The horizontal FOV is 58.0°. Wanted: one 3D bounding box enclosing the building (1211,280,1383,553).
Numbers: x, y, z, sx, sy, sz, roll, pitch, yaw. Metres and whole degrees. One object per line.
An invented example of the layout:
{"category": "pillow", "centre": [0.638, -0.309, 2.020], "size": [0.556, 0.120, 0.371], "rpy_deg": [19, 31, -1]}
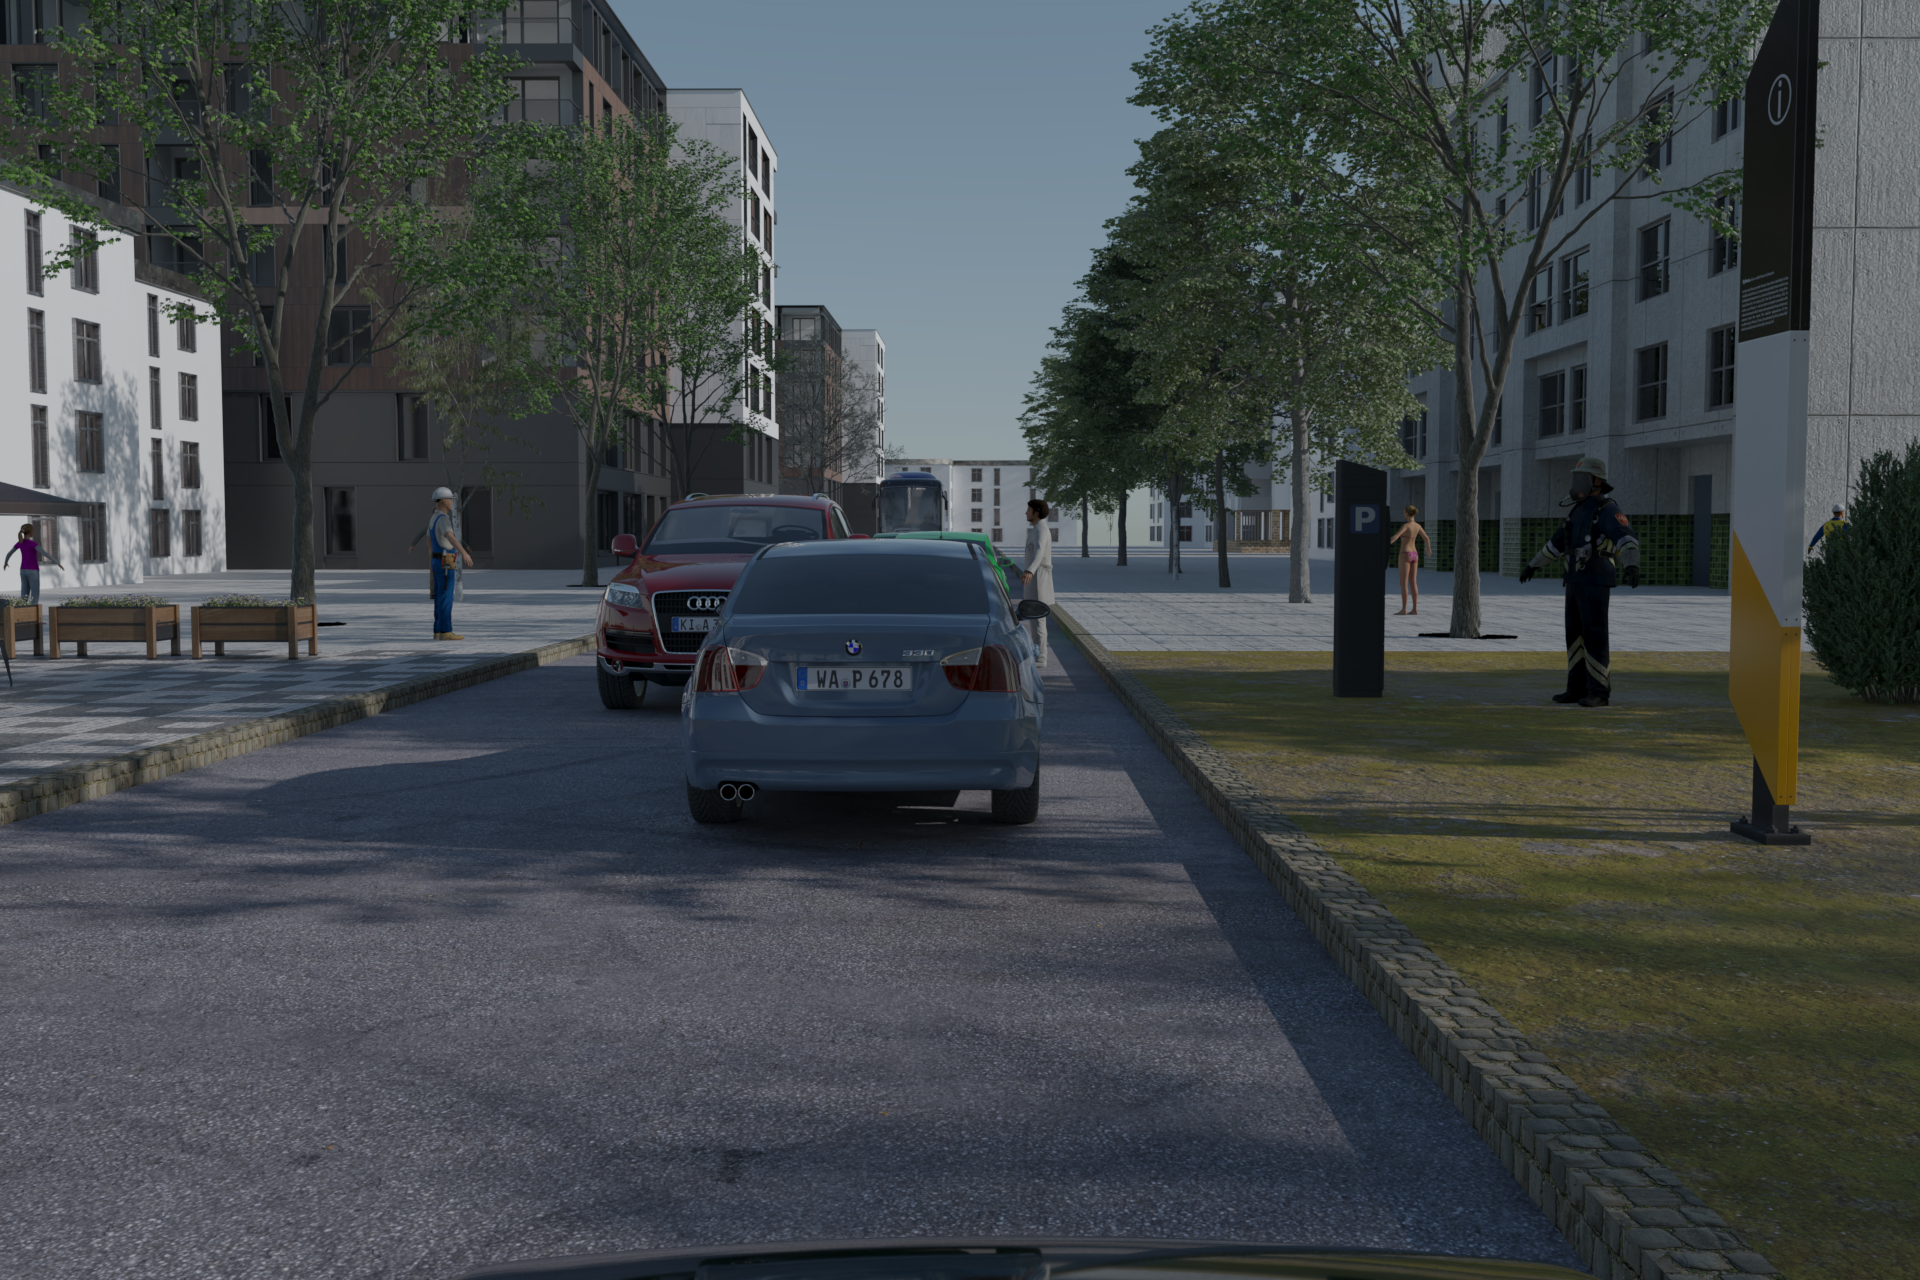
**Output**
{"category": "building", "centre": [24.140, -16.720, 129.792], "size": [16.016, 20.090, 11.380], "rpy_deg": [0, 4, 1]}

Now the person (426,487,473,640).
{"category": "person", "centre": [-6.235, -0.926, 21.004], "size": [0.705, 1.847, 1.347], "rpy_deg": [-2, 4, -34]}

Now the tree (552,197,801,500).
{"category": "tree", "centre": [-8.500, -7.782, 52.986], "size": [9.928, 11.665, 9.643], "rpy_deg": [0, 3, 0]}

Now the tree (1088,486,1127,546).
{"category": "tree", "centre": [16.940, -14.757, 191.646], "size": [4.360, 8.622, 3.978], "rpy_deg": [0, 3, 0]}

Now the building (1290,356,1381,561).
{"category": "building", "centre": [22.364, -8.500, 81.118], "size": [9.099, 9.664, 28.070], "rpy_deg": [0, 4, 1]}

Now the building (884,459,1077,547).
{"category": "building", "centre": [-0.784, -15.279, 194.423], "size": [28.070, 9.664, 9.099], "rpy_deg": [0, 4, 4]}

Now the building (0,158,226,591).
{"category": "building", "centre": [-25.897, -6.311, 45.339], "size": [9.099, 9.664, 28.070], "rpy_deg": [0, 3, 0]}

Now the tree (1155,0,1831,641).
{"category": "tree", "centre": [6.427, -5.832, 21.112], "size": [9.928, 11.665, 9.643], "rpy_deg": [0, 3, 0]}

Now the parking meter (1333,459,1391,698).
{"category": "parking meter", "centre": [3.168, -0.486, 13.654], "size": [0.399, 1.863, 0.255], "rpy_deg": [0, 3, 0]}

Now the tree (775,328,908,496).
{"category": "tree", "centre": [-8.719, -11.831, 103.812], "size": [12.009, 13.543, 11.850], "rpy_deg": [0, 3, 0]}

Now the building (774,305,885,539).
{"category": "building", "centre": [-22.326, -20.007, 171.087], "size": [27.936, 21.610, 32.646], "rpy_deg": [0, 4, 1]}

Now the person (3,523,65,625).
{"category": "person", "centre": [-13.084, -0.928, 24.435], "size": [0.991, 1.433, 0.599], "rpy_deg": [1, 4, 13]}

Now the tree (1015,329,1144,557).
{"category": "tree", "centre": [6.754, -10.774, 94.280], "size": [7.486, 12.596, 7.792], "rpy_deg": [0, 3, 0]}

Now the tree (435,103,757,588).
{"category": "tree", "centre": [-8.801, -7.093, 41.731], "size": [9.928, 11.665, 9.643], "rpy_deg": [0, 3, 0]}

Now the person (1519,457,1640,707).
{"category": "person", "centre": [4.685, -0.441, 12.982], "size": [0.705, 1.856, 1.354], "rpy_deg": [-1, 4, -16]}

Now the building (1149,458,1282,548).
{"category": "building", "centre": [23.581, -13.490, 162.712], "size": [9.099, 9.664, 28.070], "rpy_deg": [0, 4, 0]}

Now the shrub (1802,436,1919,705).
{"category": "shrub", "centre": [7.192, -0.535, 13.173], "size": [1.690, 2.028, 1.600], "rpy_deg": [0, 3, 0]}

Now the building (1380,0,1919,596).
{"category": "building", "centre": [24.487, -11.276, 50.826], "size": [16.747, 18.905, 31.486], "rpy_deg": [0, 4, 0]}

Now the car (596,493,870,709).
{"category": "car", "centre": [-1.899, -0.439, 15.858], "size": [2.281, 1.827, 5.304], "rpy_deg": [0, 4, 1]}

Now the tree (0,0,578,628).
{"category": "tree", "centre": [-9.153, -5.984, 23.602], "size": [9.928, 11.665, 9.643], "rpy_deg": [0, 3, 0]}

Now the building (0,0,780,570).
{"category": "building", "centre": [-23.953, -14.300, 77.781], "size": [27.936, 21.610, 32.646], "rpy_deg": [0, 4, 1]}

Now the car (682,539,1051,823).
{"category": "car", "centre": [-0.465, 0.131, 9.868], "size": [2.014, 1.417, 4.499], "rpy_deg": [0, 4, 0]}

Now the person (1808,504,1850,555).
{"category": "person", "centre": [15.998, -1.565, 31.549], "size": [0.705, 1.833, 1.349], "rpy_deg": [-2, 4, -27]}

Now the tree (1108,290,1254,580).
{"category": "tree", "centre": [6.031, -5.967, 47.923], "size": [4.737, 8.622, 4.395], "rpy_deg": [0, 3, 0]}

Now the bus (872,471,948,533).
{"category": "bus", "centre": [-1.851, -4.900, 71.663], "size": [2.896, 3.916, 12.251], "rpy_deg": [0, 4, 0]}

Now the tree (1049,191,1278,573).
{"category": "tree", "centre": [6.622, -8.456, 56.375], "size": [7.486, 12.596, 7.792], "rpy_deg": [0, 3, 0]}

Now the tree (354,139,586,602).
{"category": "tree", "centre": [-9.630, -5.043, 32.819], "size": [4.360, 8.622, 3.978], "rpy_deg": [0, 3, 0]}

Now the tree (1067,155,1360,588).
{"category": "tree", "centre": [6.027, -6.541, 41.365], "size": [7.601, 10.594, 8.767], "rpy_deg": [0, 4, 5]}

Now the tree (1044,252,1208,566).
{"category": "tree", "centre": [6.939, -9.277, 69.813], "size": [7.486, 12.596, 7.792], "rpy_deg": [0, 3, 0]}

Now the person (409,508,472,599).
{"category": "person", "centre": [-10.270, -1.704, 34.139], "size": [0.705, 1.796, 1.348], "rpy_deg": [3, 5, 44]}

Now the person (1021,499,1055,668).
{"category": "person", "centre": [0.806, -0.614, 18.679], "size": [0.705, 1.806, 1.347], "rpy_deg": [0, 4, 4]}

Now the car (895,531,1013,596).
{"category": "car", "centre": [-0.230, -0.933, 24.054], "size": [1.959, 1.807, 4.718], "rpy_deg": [0, 4, 1]}

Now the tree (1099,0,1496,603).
{"category": "tree", "centre": [6.009, -6.942, 31.625], "size": [7.486, 12.596, 7.792], "rpy_deg": [0, 3, 0]}

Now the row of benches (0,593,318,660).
{"category": "row of benches", "centre": [-8.823, -0.150, 17.923], "size": [4.104, 0.672, 1.422], "rpy_deg": [0, 4, 0]}

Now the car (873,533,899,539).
{"category": "car", "centre": [-1.540, -2.128, 43.589], "size": [1.959, 1.807, 4.718], "rpy_deg": [0, 4, 1]}

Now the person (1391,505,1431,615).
{"category": "person", "centre": [7.057, -1.264, 27.468], "size": [1.217, 1.733, 0.721], "rpy_deg": [-2, 4, -34]}

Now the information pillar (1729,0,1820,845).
{"category": "information pillar", "centre": [3.412, -0.974, 7.272], "size": [0.183, 3.616, 0.504], "rpy_deg": [0, 3, 0]}
